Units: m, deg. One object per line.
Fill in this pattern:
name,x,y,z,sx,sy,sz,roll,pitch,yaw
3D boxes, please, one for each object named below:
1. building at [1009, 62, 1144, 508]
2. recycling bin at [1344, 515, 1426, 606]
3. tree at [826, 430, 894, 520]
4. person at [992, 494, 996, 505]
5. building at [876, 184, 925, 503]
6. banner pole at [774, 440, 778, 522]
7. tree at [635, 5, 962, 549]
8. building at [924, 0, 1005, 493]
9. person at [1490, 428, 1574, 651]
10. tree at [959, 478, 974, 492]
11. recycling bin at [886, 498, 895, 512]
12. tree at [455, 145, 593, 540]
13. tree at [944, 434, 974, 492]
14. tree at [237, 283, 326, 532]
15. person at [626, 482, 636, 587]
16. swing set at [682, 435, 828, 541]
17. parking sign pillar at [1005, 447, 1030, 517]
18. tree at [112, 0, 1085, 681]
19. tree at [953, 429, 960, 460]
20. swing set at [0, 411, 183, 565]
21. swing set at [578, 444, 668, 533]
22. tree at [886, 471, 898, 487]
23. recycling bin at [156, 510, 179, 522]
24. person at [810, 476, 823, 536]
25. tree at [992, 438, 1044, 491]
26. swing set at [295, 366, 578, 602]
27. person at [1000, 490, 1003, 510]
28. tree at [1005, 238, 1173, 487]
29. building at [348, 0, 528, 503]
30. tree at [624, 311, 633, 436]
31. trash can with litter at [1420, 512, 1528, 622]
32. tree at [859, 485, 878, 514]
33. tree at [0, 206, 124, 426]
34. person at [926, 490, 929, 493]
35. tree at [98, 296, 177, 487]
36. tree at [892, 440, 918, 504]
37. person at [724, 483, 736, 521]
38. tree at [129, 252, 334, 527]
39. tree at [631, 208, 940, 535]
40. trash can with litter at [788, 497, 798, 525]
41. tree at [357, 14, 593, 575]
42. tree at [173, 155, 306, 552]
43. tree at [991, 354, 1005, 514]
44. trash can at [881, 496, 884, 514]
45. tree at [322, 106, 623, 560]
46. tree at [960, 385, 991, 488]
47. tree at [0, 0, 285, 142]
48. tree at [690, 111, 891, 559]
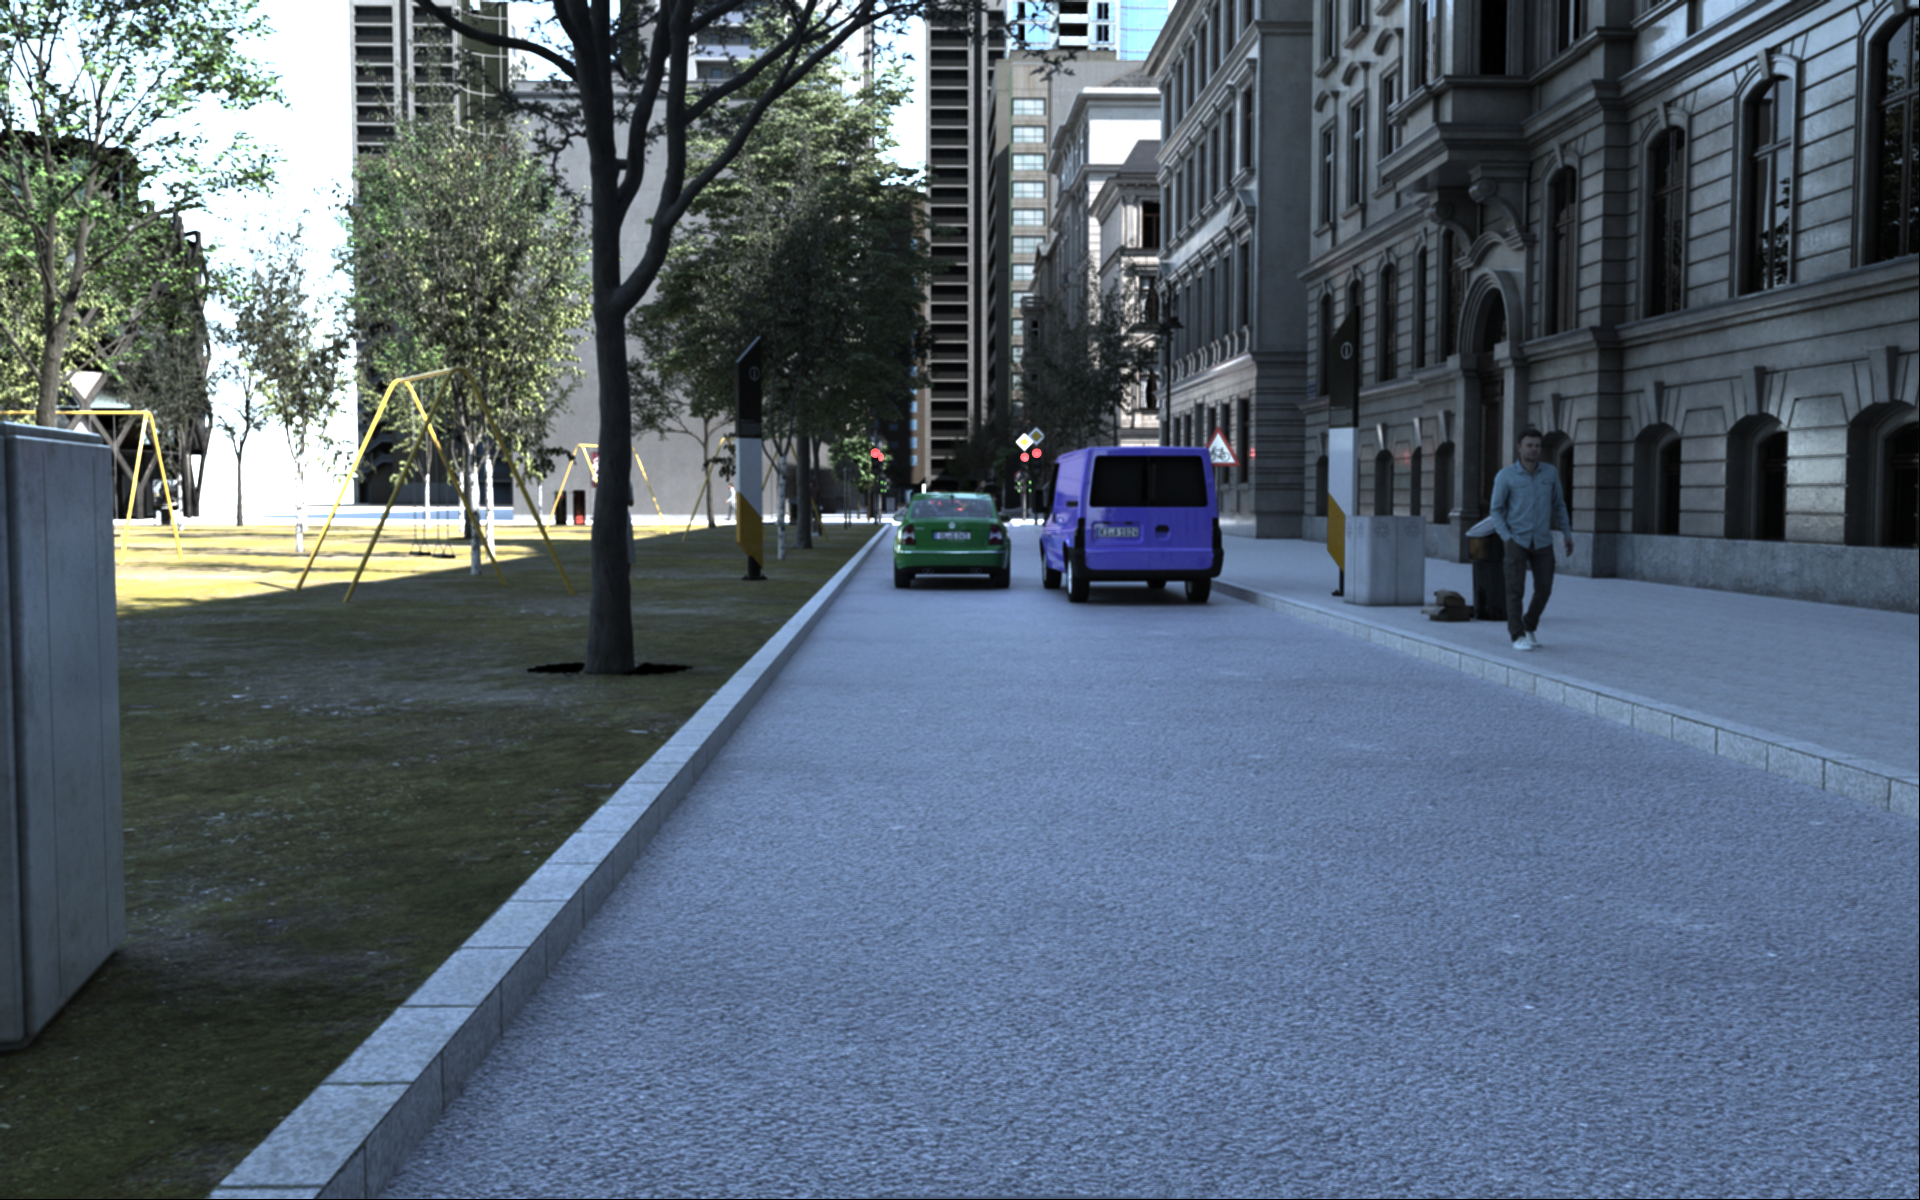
building,11.661,-29.613,167.760,14.154,41.232,14.086,0,4,-1
recycling bin,4.930,-0.463,20.132,0.722,1.027,0.722,-1,4,-9
tree,-4.913,-6.202,85.110,4.285,4.588,4.351,0,3,0
person,2.326,-6.567,117.662,0.306,1.304,0.590,2,4,28
building,-12.149,-36.623,248.890,14.200,45.320,14.600,0,4,-1
banner pole,-8.423,-5.502,79.980,0.401,3.779,0.863,-1,4,-9
tree,-3.828,-7.521,41.088,7.486,12.596,7.792,0,3,0
building,5.189,-49.708,250.970,20.611,71.187,20.563,0,4,-1
person,4.722,-0.510,14.399,0.660,1.820,0.620,-1,4,-9
tree,0.870,-11.637,184.871,1.663,3.219,1.824,0,3,0
recycling bin,-5.001,-6.790,123.564,0.722,1.027,0.722,0,4,-3
tree,-14.003,-7.517,48.658,9.928,11.665,9.643,0,3,0
tree,0.190,-15.825,209.099,4.737,8.622,4.395,0,3,0
tree,-22.308,-6.627,58.722,4.737,8.622,4.395,0,3,0
person,-4.431,-0.958,22.277,0.524,1.755,0.480,3,5,41
swing set,-5.661,-3.033,47.208,2.862,2.851,3.119,-3,5,-42
parking sign pillar,3.138,-6.557,95.677,1.447,3.967,1.447,0,4,-3
tree,-2.377,-6.220,12.075,12.009,13.543,11.850,0,3,0
tree,1.587,-12.186,149.602,4.360,8.622,3.978,0,3,0
swing set,-16.899,-2.151,32.783,3.119,2.851,2.862,0,4,-3
swing set,-11.379,-3.576,56.088,2.862,2.851,3.119,2,4,23
tree,-6.213,-9.156,144.299,1.663,3.219,1.824,0,3,0
recycling bin,-36.112,-4.062,78.960,0.722,1.027,0.722,1,4,17
person,-4.474,-2.863,52.830,0.573,1.828,0.580,0,4,0
tree,3.465,-7.233,101.971,4.285,4.588,4.351,0,3,0
swing set,-6.930,-1.525,22.549,2.862,2.851,3.119,-2,4,-32
person,3.542,-8.363,142.961,0.709,1.800,0.728,-3,4,-39
tree,4.107,-6.059,49.426,4.360,8.622,3.978,0,3,0
building,-74.195,-49.573,248.776,20.611,71.187,20.563,0,4,-1
tree,-9.797,-8.028,65.677,7.601,10.594,8.767,0,4,-6
trash can with litter,5.263,-0.377,17.544,1.055,1.170,0.624,-1,4,-17
tree,-6.182,-7.169,111.814,1.663,3.219,1.824,0,3,0
tree,-23.253,-5.695,43.470,4.737,8.622,4.395,0,3,0
person,-2.994,-9.243,159.644,0.705,1.821,1.348,-1,4,-13
tree,-27.829,-6.768,61.023,4.360,8.622,3.978,0,3,0
tree,-8.040,-17.267,232.675,4.360,8.622,3.978,0,3,0
person,-10.722,-4.610,81.698,0.850,1.792,0.678,-1,4,-13
tree,-28.465,-8.151,67.681,8.767,10.594,7.601,0,4,5
tree,-4.266,-7.298,53.733,8.767,10.594,7.601,1,4,21
trash can with litter,-6.889,-3.745,72.615,0.624,1.170,1.055,0,4,-2
tree,-7.650,-4.692,27.073,4.360,8.622,3.978,0,3,0
tree,-14.422,-5.350,37.828,4.360,8.622,3.978,0,3,0
tree,3.810,-6.686,59.680,4.360,8.622,3.978,0,3,0
trash can,-5.046,-5.788,106.292,0.748,1.137,0.748,0,3,0
tree,-8.976,-5.098,33.712,4.737,8.622,4.395,0,3,0
tree,2.996,-9.810,110.757,4.360,8.622,3.978,0,3,0
tree,-14.142,-6.181,26.810,9.928,11.665,9.643,0,3,0
tree,-3.520,-5.120,34.074,4.360,8.622,3.978,0,3,0
